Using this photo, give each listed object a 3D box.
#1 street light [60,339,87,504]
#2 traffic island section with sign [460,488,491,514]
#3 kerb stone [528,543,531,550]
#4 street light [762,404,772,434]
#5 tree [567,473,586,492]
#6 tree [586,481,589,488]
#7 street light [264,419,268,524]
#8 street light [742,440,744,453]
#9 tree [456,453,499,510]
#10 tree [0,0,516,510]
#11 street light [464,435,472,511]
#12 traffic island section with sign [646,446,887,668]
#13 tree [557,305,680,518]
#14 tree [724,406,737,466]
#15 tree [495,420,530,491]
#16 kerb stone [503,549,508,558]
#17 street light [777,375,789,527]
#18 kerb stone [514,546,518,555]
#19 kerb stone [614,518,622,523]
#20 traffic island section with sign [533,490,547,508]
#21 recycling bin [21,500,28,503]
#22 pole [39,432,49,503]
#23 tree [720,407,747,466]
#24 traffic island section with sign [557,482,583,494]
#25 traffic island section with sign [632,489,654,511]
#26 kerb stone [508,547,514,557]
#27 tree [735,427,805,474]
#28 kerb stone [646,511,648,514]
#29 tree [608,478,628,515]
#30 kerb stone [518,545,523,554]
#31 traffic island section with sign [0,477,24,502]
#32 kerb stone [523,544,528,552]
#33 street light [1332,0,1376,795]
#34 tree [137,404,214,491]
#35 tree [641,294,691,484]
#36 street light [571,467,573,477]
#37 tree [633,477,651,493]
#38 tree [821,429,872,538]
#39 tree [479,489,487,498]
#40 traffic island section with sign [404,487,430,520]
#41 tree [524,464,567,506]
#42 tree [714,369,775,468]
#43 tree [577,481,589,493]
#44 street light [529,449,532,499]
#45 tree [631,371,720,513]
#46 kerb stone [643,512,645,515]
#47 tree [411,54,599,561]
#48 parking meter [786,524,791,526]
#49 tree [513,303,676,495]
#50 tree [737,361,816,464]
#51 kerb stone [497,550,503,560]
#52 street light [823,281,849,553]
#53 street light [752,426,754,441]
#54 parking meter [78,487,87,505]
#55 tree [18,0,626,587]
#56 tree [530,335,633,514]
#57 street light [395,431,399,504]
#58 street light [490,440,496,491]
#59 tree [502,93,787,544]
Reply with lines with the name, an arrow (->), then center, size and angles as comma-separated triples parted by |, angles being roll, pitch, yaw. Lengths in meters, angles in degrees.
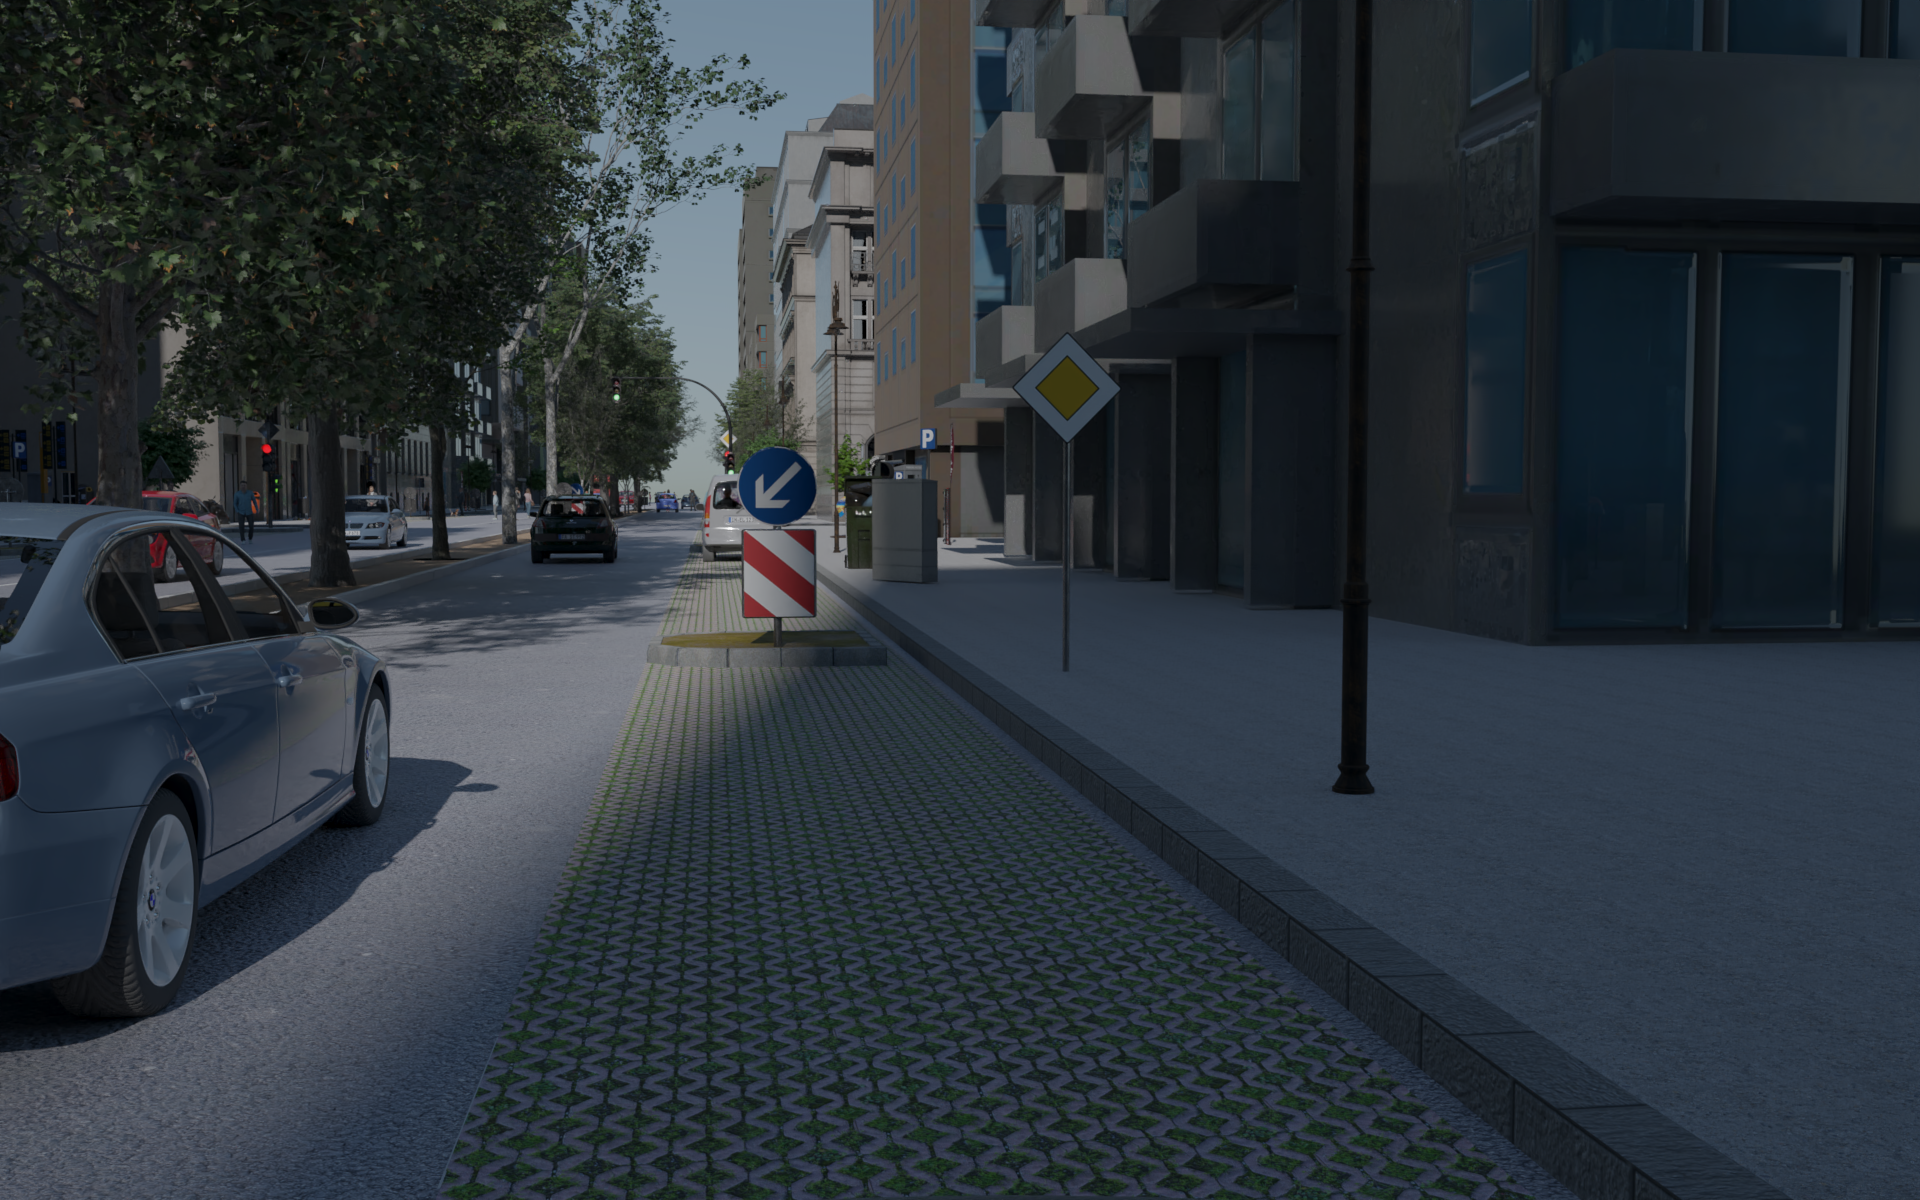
street light -> -26.040, -4.781, 50.960 | 0.468, 5.910, 1.993 | -1, 4, -8
traffic island section with sign -> -34.276, -6.970, 122.585 | 1.989, 1.847, 2.006 | -1, 4, -8
kerb stone -> -10.991, -1.316, 43.765 | 0.120, 0.150, 1.000 | -1, 4, -8
street light -> -9.875, -7.098, 88.837 | 0.468, 5.910, 1.993 | -1, 4, -8
tree -> -51.276, -14.643, 223.121 | 4.285, 4.588, 4.351 | 0, 3, 0
tree -> -56.468, -16.648, 255.908 | 4.285, 4.588, 4.351 | 0, 3, 0
street light -> -29.311, -6.139, 73.165 | 0.468, 5.910, 1.993 | -1, 4, -8
street light -> -18.540, -10.738, 148.351 | 0.468, 5.910, 1.993 | -1, 4, -8
tree -> -38.681, -9.491, 138.895 | 4.285, 4.588, 4.351 | 0, 3, 0
tree -> -8.107, -5.927, 16.378 | 9.611, 12.733, 9.660 | 0, 3, 0
street light -> -37.798, -9.815, 133.267 | 0.468, 5.910, 1.993 | -1, 4, -8
traffic island section with sign -> -1.728, -0.400, 15.160 | 1.989, 1.847, 2.006 | -1, 4, -8
tree -> -20.391, -11.085, 101.823 | 7.486, 12.596, 7.792 | 0, 3, 0
tree -> -16.584, -11.356, 136.029 | 4.360, 8.622, 3.978 | 0, 3, 0
tree -> -42.111, -13.110, 164.712 | 4.360, 8.622, 3.978 | 0, 3, 0
kerb stone -> -10.267, -1.010, 38.701 | 0.120, 0.150, 1.000 | -1, 4, -8
street light -> -6.863, -5.782, 67.319 | 0.468, 5.910, 1.993 | -1, 4, -8
kerb stone -> -10.563, -1.128, 40.725 | 0.120, 0.150, 1.000 | -1, 4, -8
kerb stone -> -17.173, -3.951, 86.887 | 0.120, 0.150, 1.000 | -1, 4, -8
traffic island section with sign -> -41.362, -9.999, 172.105 | 1.989, 1.847, 2.006 | -1, 4, -8
recycling bin -> -39.062, -3.675, 72.646 | 0.722, 1.027, 0.722 | 3, 5, 43
pole -> -29.959, -3.842, 56.660 | 0.158, 3.312, 0.155 | 0, 3, 0
tree -> -29.848, -19.875, 235.326 | 12.009, 13.543, 11.850 | 0, 3, 0
traffic island section with sign -> -16.478, -4.061, 74.538 | 2.006, 1.907, 1.989 | -1, 4, -8
traffic island section with sign -> -27.145, -8.611, 148.918 | 2.006, 1.907, 1.989 | -1, 4, -8
kerb stone -> -10.410, -1.071, 39.714 | 0.120, 0.150, 1.000 | -1, 4, -8
tree -> -9.190, -6.166, 84.526 | 4.285, 4.588, 4.351 | 0, 3, 0
kerb stone -> -21.970, -6.005, 120.380 | 0.120, 0.150, 1.000 | -1, 4, -8
tree -> -22.956, -10.123, 118.331 | 4.737, 8.622, 4.395 | 0, 3, 0
kerb stone -> -10.702, -1.195, 41.738 | 0.120, 0.150, 1.000 | -1, 4, -8
traffic island section with sign -> -22.538, -1.964, 40.733 | 1.989, 1.847, 2.006 | -1, 4, -8
kerb stone -> -10.845, -1.257, 42.753 | 0.120, 0.150, 1.000 | -1, 4, -8
street light -> 1.697, -2.110, 7.293 | 0.468, 5.910, 1.993 | -1, 4, -8
tree -> -28.878, -4.834, 62.755 | 4.285, 4.588, 4.351 | 0, 3, 0
tree -> -19.068, -11.229, 92.703 | 9.857, 13.997, 8.962 | 0, 3, 0
street light -> -52.061, -15.869, 232.239 | 0.468, 5.910, 1.993 | -1, 4, -8
tree -> -23.575, -10.404, 122.929 | 4.360, 8.622, 3.978 | 0, 3, 0
tree -> -3.405, -3.435, 50.756 | 1.663, 3.219, 1.824 | 0, 3, 0
tree -> -39.953, -9.158, 144.331 | 1.663, 3.219, 1.824 | 0, 3, 0
traffic island section with sign -> -30.450, -5.338, 95.902 | 1.989, 1.847, 2.006 | -1, 4, -8
tree -> -46.461, -12.709, 191.507 | 4.285, 4.588, 4.351 | 0, 3, 0
tree -> -18.875, -14.606, 156.942 | 7.486, 12.596, 7.792 | 0, 3, 0
tree -> -57.890, -16.658, 266.960 | 1.663, 3.219, 1.824 | 0, 3, 0
street light -> -44.358, -12.611, 178.983 | 0.468, 5.910, 1.993 | -1, 4, -8
tree -> -24.611, -13.437, 132.524 | 12.009, 13.543, 11.850 | 0, 3, 0
kerb stone -> -21.234, -5.694, 115.305 | 0.120, 0.150, 1.000 | -1, 4, -8
tree -> -11.309, -6.658, 37.078 | 9.928, 11.665, 9.643 | 0, 3, 0
parking meter -> -6.905, -3.867, 68.941 | 0.255, 1.863, 0.399 | 0, 4, 6
tree -> -17.988, -8.992, 83.891 | 8.767, 10.594, 7.601 | -1, 4, -8
tree -> -9.983, -8.862, 95.250 | 4.360, 8.622, 3.978 | 0, 3, 0
kerb stone -> -10.125, -0.947, 37.683 | 0.120, 0.150, 1.000 | -1, 4, -8
street light -> -2.695, -3.970, 37.699 | 0.468, 5.910, 1.993 | -1, 4, -8
street light -> -14.107, -8.909, 118.448 | 0.468, 5.910, 1.993 | -1, 4, -8
parking meter -> -30.621, -3.175, 60.317 | 0.372, 1.533, 0.369 | 0, 3, 0
tree -> -9.695, -7.167, 26.285 | 9.857, 13.997, 8.962 | 0, 3, 0
tree -> -16.994, -7.654, 77.962 | 4.360, 8.622, 3.978 | 0, 3, 0
street light -> -33.638, -7.984, 103.331 | 0.468, 5.910, 1.993 | -1, 4, -8
street light -> -40.167, -10.792, 149.242 | 0.468, 5.910, 1.993 | -1, 4, -8
tree -> -11.554, -11.615, 48.246 | 12.611, 20.169, 13.585 | 0, 3, 0
